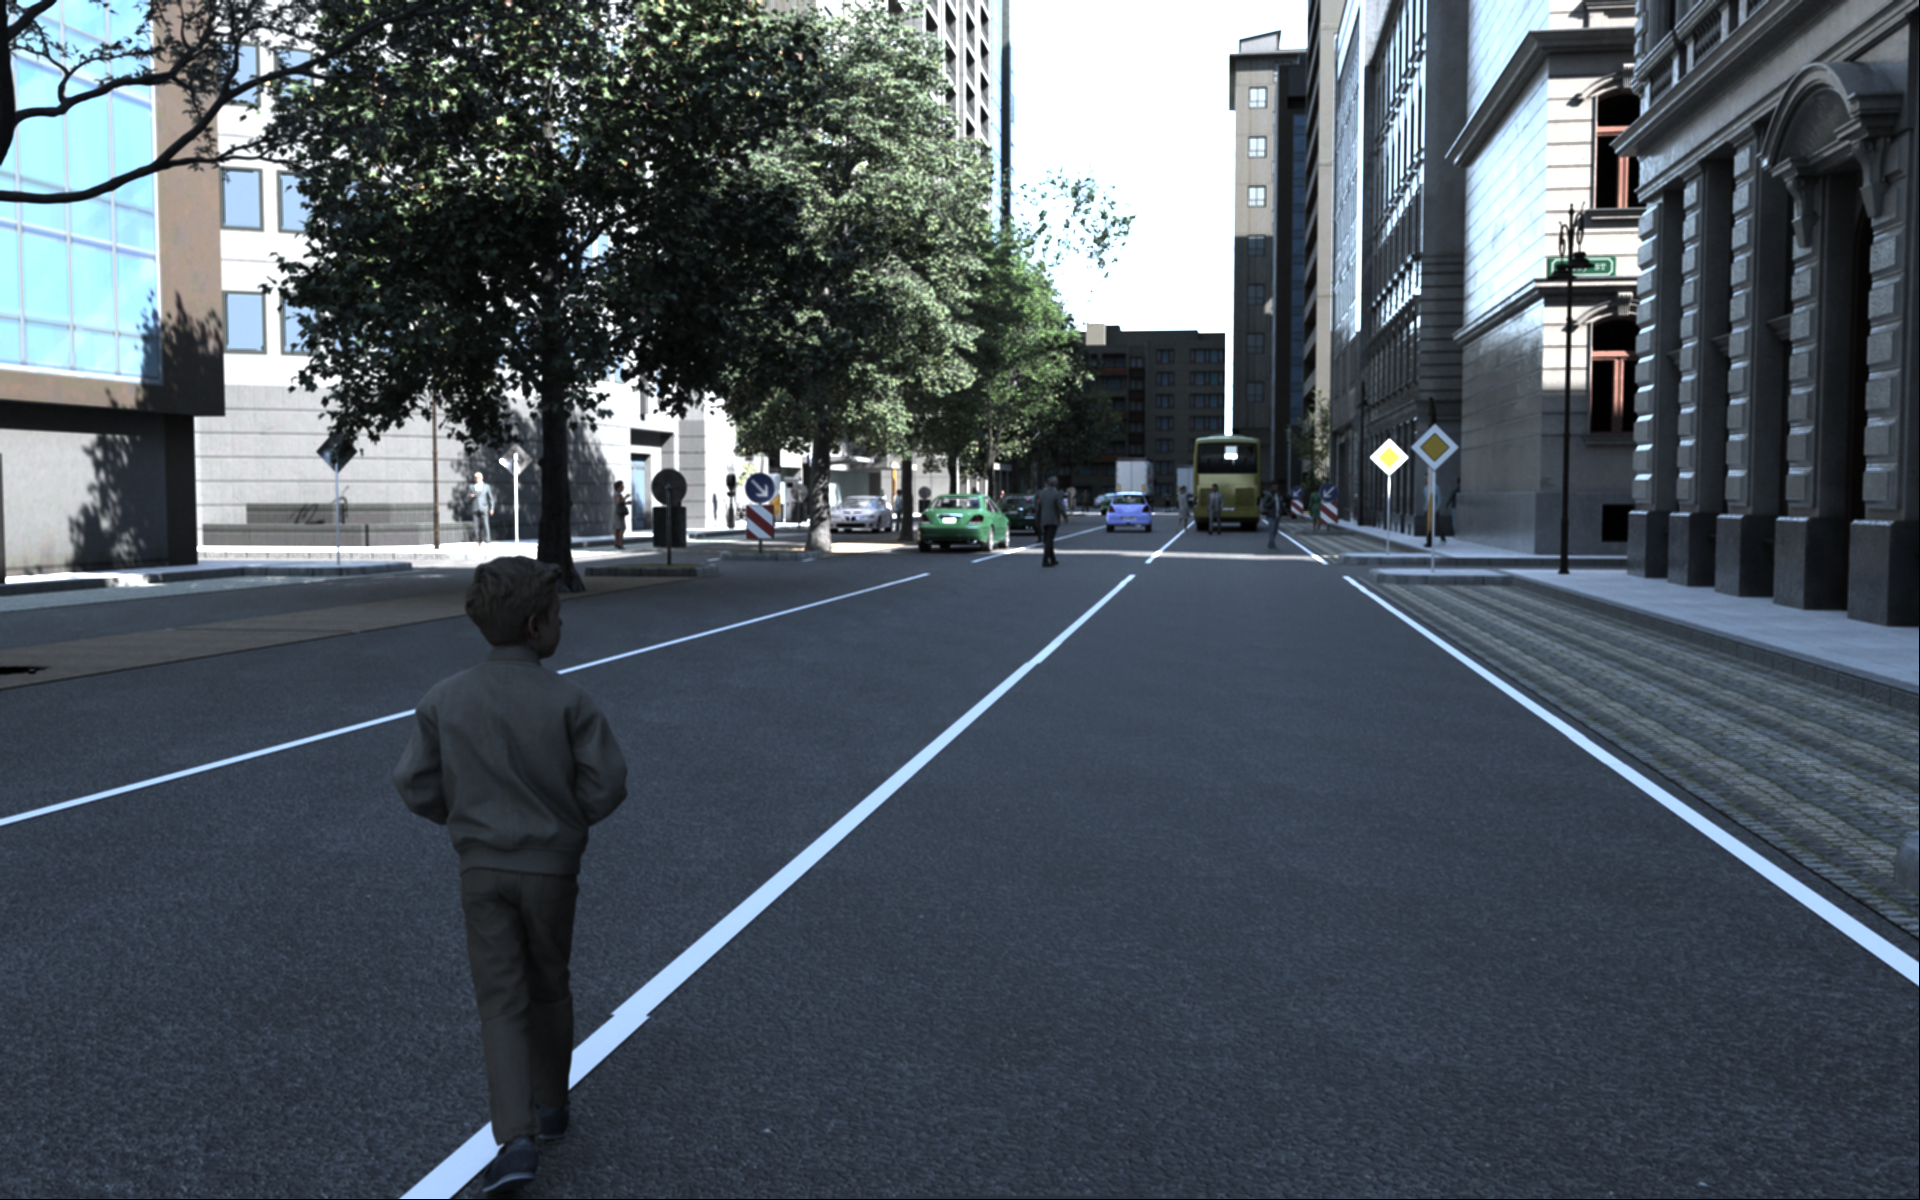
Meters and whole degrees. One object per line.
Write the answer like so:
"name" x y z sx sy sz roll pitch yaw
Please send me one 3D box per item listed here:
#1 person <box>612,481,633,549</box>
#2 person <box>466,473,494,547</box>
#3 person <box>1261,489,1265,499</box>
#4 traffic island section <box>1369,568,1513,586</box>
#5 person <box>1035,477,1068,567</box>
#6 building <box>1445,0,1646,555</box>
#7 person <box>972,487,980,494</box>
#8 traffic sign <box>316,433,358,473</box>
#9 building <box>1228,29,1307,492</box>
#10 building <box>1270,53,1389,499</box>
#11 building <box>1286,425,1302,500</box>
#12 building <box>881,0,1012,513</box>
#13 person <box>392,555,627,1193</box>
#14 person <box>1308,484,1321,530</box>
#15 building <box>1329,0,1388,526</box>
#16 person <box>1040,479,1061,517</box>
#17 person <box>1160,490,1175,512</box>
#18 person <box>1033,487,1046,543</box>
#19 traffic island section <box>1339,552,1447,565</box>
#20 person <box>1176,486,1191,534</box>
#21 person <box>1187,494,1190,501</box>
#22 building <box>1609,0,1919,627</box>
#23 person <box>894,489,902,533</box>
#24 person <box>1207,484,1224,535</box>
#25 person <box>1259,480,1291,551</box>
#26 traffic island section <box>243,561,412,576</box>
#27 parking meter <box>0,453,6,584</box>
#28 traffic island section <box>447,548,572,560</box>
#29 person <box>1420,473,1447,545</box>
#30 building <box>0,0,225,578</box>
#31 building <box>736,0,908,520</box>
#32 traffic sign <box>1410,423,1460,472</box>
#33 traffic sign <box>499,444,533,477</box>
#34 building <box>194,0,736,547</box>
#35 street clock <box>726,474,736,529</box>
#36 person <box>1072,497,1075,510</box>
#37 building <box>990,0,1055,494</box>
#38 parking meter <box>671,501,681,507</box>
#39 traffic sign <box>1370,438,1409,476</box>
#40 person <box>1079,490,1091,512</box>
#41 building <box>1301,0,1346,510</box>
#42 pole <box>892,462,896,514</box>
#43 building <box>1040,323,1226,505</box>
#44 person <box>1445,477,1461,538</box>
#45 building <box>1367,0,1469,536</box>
"person" -8.713 -2.195 44.752 0.532 1.782 0.716 -1 4 -10
"person" -11.603 -2.179 41.839 0.661 1.801 0.590 -1 4 -8
"person" 22.804 -7.468 130.557 0.705 1.831 1.348 3 5 44
"traffic island section" 7.819 -0.380 28.492 2.009 0.180 2.903 1 4 9
"person" 1.848 -1.559 34.394 0.661 1.777 0.834 2 4 32
"building" 24.038 -15.454 40.070 23.554 28.519 14.401 1 4 9
"person" 0.909 -5.199 93.775 0.793 1.790 0.793 0 4 4
"traffic sign" -11.274 -1.783 31.346 0.795 2.593 0.064 1 4 9
"building" 45.400 -37.634 204.554 27.495 52.752 28.713 1 4 9
"building" 39.133 -32.227 177.019 14.600 45.320 14.200 1 4 9
"building" 41.120 -51.374 152.638 22.319 86.520 31.000 1 4 9
"building" -6.013 -43.194 144.467 20.563 71.187 20.611 1 4 9
"person" -0.949 0.557 3.670 0.475 1.303 0.640 -1 4 -18
"person" 13.029 -3.336 63.298 0.600 1.795 0.529 0 4 4
"building" 23.630 -15.945 78.717 12.078 24.808 19.932 1 4 9
"person" 2.479 -2.457 48.532 0.638 1.841 0.748 1 4 23
"person" 16.440 -7.823 137.192 1.217 1.735 0.721 -1 4 -9
"person" 2.452 -2.555 50.455 0.592 1.802 0.473 2 4 28
"traffic island section" 9.029 -0.863 36.385 2.009 0.180 2.903 1 4 9
"person" 7.962 -3.214 61.800 0.466 1.731 0.760 2 4 27
"person" 20.822 -9.008 159.010 0.697 1.427 0.421 3 4 37
"building" 13.970 -11.510 17.070 11.050 23.489 19.941 1 4 9
"person" -2.253 -3.276 63.876 0.330 1.601 0.589 0 4 -4
"person" 9.024 -3.205 61.168 0.678 1.792 0.850 2 4 26
"person" 7.889 -2.125 43.584 0.721 1.781 0.623 3 4 38
"traffic island section" -11.299 -0.559 31.417 2.009 0.180 2.903 1 4 9
"parking meter" -13.817 -1.154 24.580 0.255 1.863 0.399 1 4 21
"traffic island section" -10.089 -1.042 39.310 2.009 0.180 2.903 1 4 9
"person" 11.889 -2.284 43.408 0.620 1.820 0.660 -2 4 -24
"building" -21.500 -22.912 24.718 14.200 45.320 14.600 1 4 9
"building" -17.996 -30.993 95.970 28.713 52.752 27.495 1 4 9
"traffic sign" 7.795 -1.604 28.413 0.795 2.593 0.064 1 4 9
"traffic sign" -10.064 -2.266 39.240 0.795 2.593 0.064 1 4 9
"building" -21.162 -31.263 53.150 21.231 58.520 28.212 1 4 9
"street clock" -8.425 -3.620 63.752 0.358 2.002 0.471 1 4 10
"person" 10.361 -9.049 157.913 0.415 1.643 0.593 -3 5 -42
"building" -6.549 -52.964 178.634 31.000 86.520 22.319 1 4 9
"parking meter" -9.242 -3.083 56.114 0.399 1.863 0.255 3 5 39
"traffic sign" 9.005 -2.087 36.306 0.795 2.593 0.064 1 4 9
"person" 9.918 -7.861 137.578 0.990 1.755 0.434 -1 4 -14
"building" 36.781 -30.838 127.903 21.300 48.544 21.600 1 4 9
"pole" -4.291 -7.323 113.569 0.158 3.312 0.155 0 3 0
"building" 17.541 -22.313 209.848 28.899 21.520 27.650 1 4 9
"person" 14.485 -2.684 50.269 0.623 1.781 0.721 -1 4 -16
"building" 19.793 -12.904 60.133 9.793 20.994 18.267 1 4 9
